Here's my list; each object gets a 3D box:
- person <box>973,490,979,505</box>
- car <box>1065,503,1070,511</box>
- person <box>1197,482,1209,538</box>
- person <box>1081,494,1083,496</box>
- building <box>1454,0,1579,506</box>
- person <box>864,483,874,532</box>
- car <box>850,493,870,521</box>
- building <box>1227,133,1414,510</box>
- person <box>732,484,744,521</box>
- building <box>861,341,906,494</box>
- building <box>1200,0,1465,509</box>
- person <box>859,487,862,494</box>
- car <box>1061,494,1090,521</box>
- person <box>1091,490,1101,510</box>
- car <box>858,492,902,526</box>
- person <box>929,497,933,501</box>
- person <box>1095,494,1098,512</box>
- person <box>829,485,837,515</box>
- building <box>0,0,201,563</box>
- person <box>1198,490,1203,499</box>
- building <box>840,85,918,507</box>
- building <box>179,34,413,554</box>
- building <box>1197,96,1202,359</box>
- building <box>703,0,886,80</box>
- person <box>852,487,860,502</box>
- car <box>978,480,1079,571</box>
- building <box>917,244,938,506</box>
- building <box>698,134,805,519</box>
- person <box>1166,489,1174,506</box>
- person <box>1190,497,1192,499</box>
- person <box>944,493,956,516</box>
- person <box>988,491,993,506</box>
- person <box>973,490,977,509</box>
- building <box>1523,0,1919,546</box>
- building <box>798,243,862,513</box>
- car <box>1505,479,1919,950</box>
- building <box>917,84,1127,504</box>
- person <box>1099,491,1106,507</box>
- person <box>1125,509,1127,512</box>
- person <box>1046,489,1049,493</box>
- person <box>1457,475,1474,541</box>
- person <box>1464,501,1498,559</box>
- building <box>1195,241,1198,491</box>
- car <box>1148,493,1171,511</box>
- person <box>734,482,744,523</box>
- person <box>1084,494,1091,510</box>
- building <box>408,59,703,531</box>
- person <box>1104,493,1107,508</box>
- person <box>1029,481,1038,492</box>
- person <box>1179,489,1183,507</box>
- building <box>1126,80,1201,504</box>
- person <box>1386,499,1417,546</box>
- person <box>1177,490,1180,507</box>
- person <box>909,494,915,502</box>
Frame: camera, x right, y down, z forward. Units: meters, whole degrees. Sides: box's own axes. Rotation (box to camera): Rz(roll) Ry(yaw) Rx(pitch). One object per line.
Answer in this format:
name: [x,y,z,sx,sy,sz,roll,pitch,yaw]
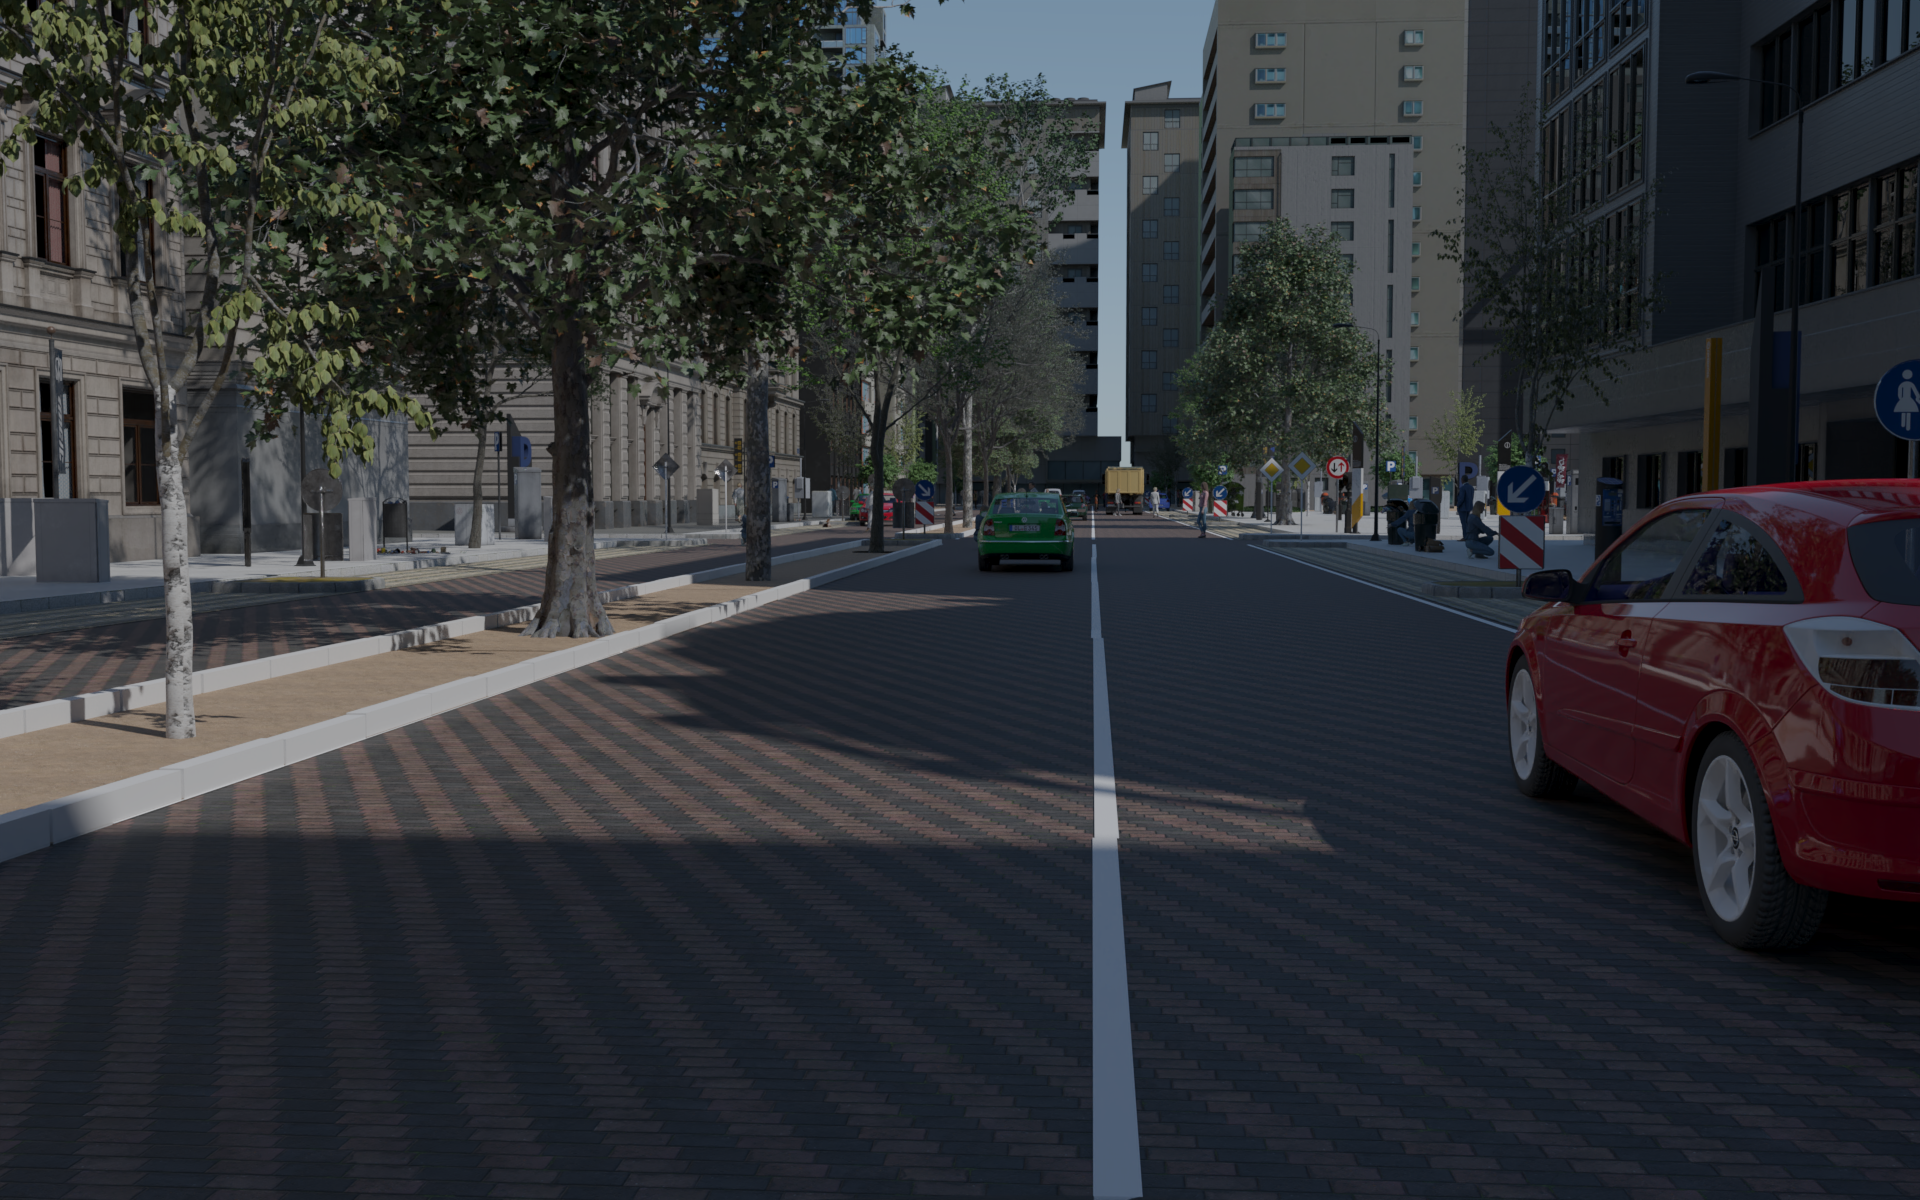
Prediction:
person: [1.825,-12.121,204.746,0.750,1.759,0.617,0,4,5]
car: [3.458,-3.636,71.245,2.131,1.459,4.920,0,4,5]
person: [7.946,-2.948,56.715,0.388,1.821,0.555,-1,4,-12]
person: [10.004,-7.963,141.956,0.557,1.426,1.065,-1,4,-10]
building: [57.076,-45.895,188.632,20.611,71.187,20.563,0,4,4]
person: [-3.217,-3.445,64.701,0.818,1.842,0.514,0,4,-8]
car: [-4.825,-5.131,92.694,1.959,1.807,4.718,0,4,4]
building: [29.013,-22.701,142.860,14.160,30.474,14.107,0,4,4]
person: [-10.472,-4.638,81.968,0.391,1.810,0.635,2,4,33]
building: [-19.957,-18.502,147.552,27.650,21.520,28.899,0,4,4]
building: [33.797,-32.863,161.016,21.300,48.544,21.600,0,4,4]
person: [-7.197,-7.244,124.666,0.419,1.800,0.721,-1,4,-17]
car: [6.051,-5.158,94.121,2.009,1.686,4.222,0,4,3]
person: [12.652,-9.298,160.663,1.348,1.807,0.705,-3,4,-39]
car: [-3.498,-4.260,78.696,2.155,1.783,4.494,0,4,4]
person: [-2.963,-10.062,170.574,0.705,1.821,1.348,-2,4,-29]
person: [10.922,-7.758,138.602,0.557,1.426,1.065,0,4,1]
person: [-7.718,-5.986,103.779,0.638,1.841,0.748,3,5,43]
building: [-20.974,-9.888,26.303,10.561,19.102,19.286,0,4,4]
person: [17.021,-7.067,121.939,0.532,1.782,0.716,-3,4,-39]
building: [-11.763,-29.618,167.842,14.154,41.232,14.086,0,4,4]
building: [-23.893,-11.777,41.706,18.267,20.994,9.793,0,4,4]
building: [31.563,-30.319,179.317,14.154,41.232,14.086,0,4,4]
building: [-22.567,-56.049,229.078,31.000,86.520,22.319,0,4,4]
person: [-6.816,-6.518,112.425,0.447,1.846,0.655,3,5,44]
car: [1.330,-1.515,33.571,1.959,1.807,4.718,0,4,4]
building: [-9.752,-26.087,198.226,14.107,30.474,14.160,0,4,4]
building: [-17.019,-17.071,98.201,14.460,24.649,34.723,0,4,4]
person: [21.628,-10.579,179.146,0.705,1.807,1.348,-3,5,-44]
person: [17.744,-7.515,132.144,0.421,1.427,0.697,3,5,44]
person: [-0.660,-6.294,111.504,0.767,1.812,0.694,2,4,29]
person: [3.118,-10.992,188.302,0.705,1.814,1.350,-3,5,-40]
person: [1.416,-9.365,161.719,0.705,1.812,1.348,0,4,2]
building: [20.050,-12.786,28.118,14.314,24.678,30.058,0,4,4]
building: [-14.178,-17.964,123.395,12.332,23.373,15.834,0,4,4]
car: [3.438,0.134,6.855,2.155,1.783,4.494,0,4,5]
building: [7.675,-39.261,231.150,27.495,52.752,28.713,0,4,4]
person: [16.041,-11.240,192.216,1.348,1.831,0.705,3,5,44]
person: [13.172,-7.782,136.450,0.721,1.736,1.217,0,4,1]
person: [6.020,-6.842,120.541,0.590,1.801,0.661,0,4,-5]
person: [13.678,-2.485,46.862,0.419,1.800,0.721,3,5,42]
person: [10.392,-1.398,34.401,0.738,1.151,1.012,1,4,14]
building: [33.352,-25.835,194.100,14.160,30.474,14.107,0,4,4]
car: [16.579,-8.221,144.006,1.945,1.707,3.694,0,4,6]
person: [-9.800,-4.327,77.015,0.478,1.798,0.641,1,4,11]
person: [11.325,-8.694,153.877,0.697,1.427,0.421,-2,4,-25]
building: [-17.183,-14.712,69.423,11.050,23.489,19.941,0,4,4]
person: [15.242,-10.423,179.833,0.541,1.710,0.530,1,4,22]
person: [2.471,-2.912,55.964,0.795,1.843,0.661,0,4,2]
person: [22.483,-10.459,177.054,0.705,1.824,1.348,3,5,40]
building: [35.210,-39.133,229.069,27.495,52.752,28.713,0,4,4]
person: [10.991,-1.903,42.647,1.012,1.151,0.738,-1,4,-15]
person: [21.927,-10.189,173.354,0.721,1.743,1.217,1,4,11]
person: [-3.942,-8.017,140.361,0.697,1.427,0.421,-2,4,-34]
